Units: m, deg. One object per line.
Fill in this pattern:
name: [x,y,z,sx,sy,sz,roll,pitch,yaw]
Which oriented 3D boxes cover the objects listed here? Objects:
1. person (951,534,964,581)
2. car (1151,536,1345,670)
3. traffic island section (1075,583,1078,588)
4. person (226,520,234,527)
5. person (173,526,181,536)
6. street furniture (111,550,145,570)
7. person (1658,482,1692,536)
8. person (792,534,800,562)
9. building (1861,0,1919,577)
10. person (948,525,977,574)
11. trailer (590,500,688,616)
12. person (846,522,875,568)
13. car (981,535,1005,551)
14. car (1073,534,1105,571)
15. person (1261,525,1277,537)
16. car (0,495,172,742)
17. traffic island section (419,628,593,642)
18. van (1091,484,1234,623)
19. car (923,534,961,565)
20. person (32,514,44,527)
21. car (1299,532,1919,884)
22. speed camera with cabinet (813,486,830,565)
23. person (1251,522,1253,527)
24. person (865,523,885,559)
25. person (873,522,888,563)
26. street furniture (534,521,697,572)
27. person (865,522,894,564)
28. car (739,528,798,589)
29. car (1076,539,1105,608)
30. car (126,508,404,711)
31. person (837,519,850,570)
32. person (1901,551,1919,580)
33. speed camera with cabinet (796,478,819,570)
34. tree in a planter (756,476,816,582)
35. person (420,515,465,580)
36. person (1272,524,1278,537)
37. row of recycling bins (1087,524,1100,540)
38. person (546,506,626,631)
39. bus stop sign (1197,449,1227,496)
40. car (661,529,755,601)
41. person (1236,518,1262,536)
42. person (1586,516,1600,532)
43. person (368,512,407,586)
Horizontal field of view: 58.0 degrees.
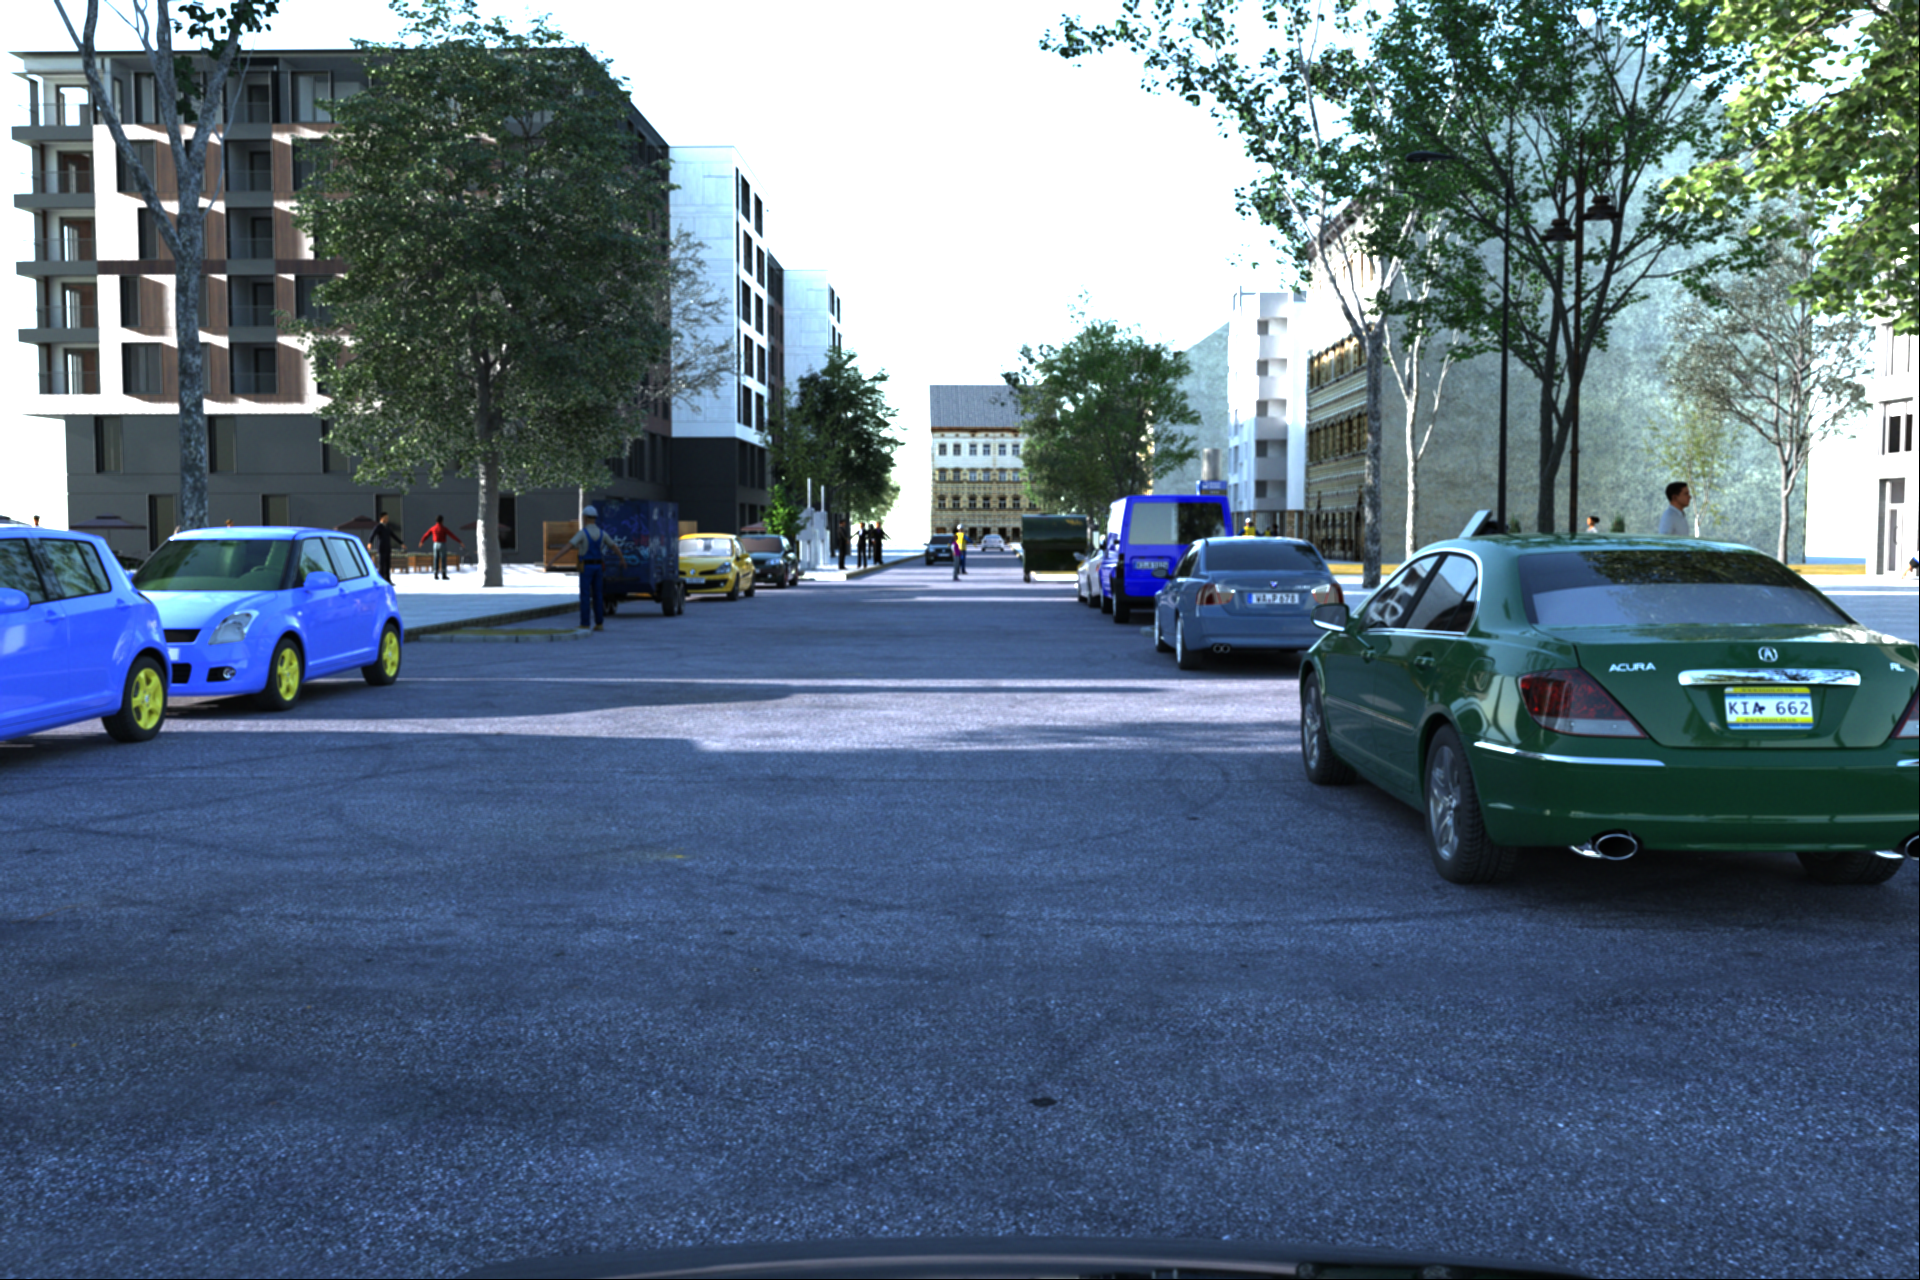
person: [-0.055,-2.522,52.961,0.599,1.433,0.991,1,4,15]
car: [3.206,-0.461,19.533,2.014,1.417,4.499,0,4,2]
traffic island section: [4.128,-1.462,46.769,1.991,0.108,1.994,0,4,1]
person: [-23.145,-2.958,55.169,0.721,1.733,1.217,0,4,7]
person: [-17.049,-1.950,38.454,0.617,1.759,0.750,0,4,-1]
street furniture: [-29.833,-3.015,64.930,5.734,0.657,10.072,-1,4,-23]
person: [7.334,-0.704,17.672,0.704,1.810,1.344,3,4,37]
person: [-7.291,-4.451,78.549,0.705,1.858,1.354,0,4,6]
building: [30.139,-11.925,41.657,8.464,21.280,15.925,0,4,1]
person: [0.079,-3.268,62.356,1.216,1.772,0.721,2,4,32]
trailer: [-5.662,-1.388,29.738,1.471,1.999,3.904,0,4,1]
person: [-3.703,-3.550,64.764,1.216,1.740,0.721,2,4,24]
car: [2.756,-8.148,145.575,2.083,1.381,4.827,0,4,1]
car: [3.637,-1.799,39.642,2.015,1.641,3.980,0,4,0]
person: [16.425,-5.235,92.057,1.216,1.772,0.721,3,4,36]
car: [-6.476,-0.068,10.703,1.945,1.707,3.694,0,4,2]
traffic island section: [-6.169,-0.064,23.909,1.991,0.108,1.994,0,4,1]
van: [3.434,-1.531,29.422,2.240,2.365,5.245,0,4,1]
car: [-0.693,-4.337,80.690,2.009,1.686,4.222,0,4,1]
person: [-26.965,-2.741,50.603,1.343,1.855,0.704,-1,4,-23]
car: [2.910,0.200,8.522,2.131,1.459,4.920,0,4,0]
speed camera with cabinet: [-5.764,-4.718,71.472,0.660,3.252,2.038,0,4,1]
person: [12.682,-4.256,75.716,0.704,1.812,1.346,0,4,-7]
person: [-4.501,-5.054,88.410,1.354,1.856,0.705,-1,4,-9]
person: [-3.639,-4.397,78.078,0.705,1.806,1.347,2,4,26]
street furniture: [-10.839,-3.396,62.379,9.812,1.723,11.010,-1,4,-14]
person: [-3.457,-4.096,73.199,1.346,1.802,0.704,-2,4,-24]
car: [-5.394,-2.261,46.747,2.009,1.686,4.222,0,4,1]
car: [3.421,-1.394,35.148,2.083,1.381,4.827,0,4,0]
car: [-6.248,-0.340,15.150,1.945,1.707,3.694,0,4,1]
person: [-4.207,-3.444,62.251,0.705,1.837,1.347,-1,4,-17]
person: [8.426,-0.496,14.091,1.345,1.831,0.704,1,4,22]
speed camera with cabinet: [-5.472,-4.141,62.038,0.660,3.252,2.038,0,4,3]
tree in a planter: [-5.466,-3.411,52.987,1.991,3.239,1.994,0,4,1]
person: [-14.611,-2.607,48.729,1.345,1.816,0.704,1,4,10]
person: [17.040,-5.365,93.863,0.704,1.843,1.345,2,4,27]
row of recycling bins: [5.458,-4.002,72.545,1.069,1.692,3.534,0,4,0]
person: [-5.477,-1.058,25.611,1.347,1.847,0.705,-3,5,-43]
bus stop sign: [7.788,-3.950,53.591,0.837,3.901,0.837,0,4,1]
car: [-5.583,-1.715,38.272,2.015,1.641,3.980,0,4,1]
person: [10.147,-3.362,60.931,1.349,1.833,0.705,-1,4,-12]
person: [16.154,-2.312,44.570,0.721,1.739,1.217,0,4,-7]
person: [-14.249,-2.256,42.939,0.704,1.823,1.345,1,4,21]
